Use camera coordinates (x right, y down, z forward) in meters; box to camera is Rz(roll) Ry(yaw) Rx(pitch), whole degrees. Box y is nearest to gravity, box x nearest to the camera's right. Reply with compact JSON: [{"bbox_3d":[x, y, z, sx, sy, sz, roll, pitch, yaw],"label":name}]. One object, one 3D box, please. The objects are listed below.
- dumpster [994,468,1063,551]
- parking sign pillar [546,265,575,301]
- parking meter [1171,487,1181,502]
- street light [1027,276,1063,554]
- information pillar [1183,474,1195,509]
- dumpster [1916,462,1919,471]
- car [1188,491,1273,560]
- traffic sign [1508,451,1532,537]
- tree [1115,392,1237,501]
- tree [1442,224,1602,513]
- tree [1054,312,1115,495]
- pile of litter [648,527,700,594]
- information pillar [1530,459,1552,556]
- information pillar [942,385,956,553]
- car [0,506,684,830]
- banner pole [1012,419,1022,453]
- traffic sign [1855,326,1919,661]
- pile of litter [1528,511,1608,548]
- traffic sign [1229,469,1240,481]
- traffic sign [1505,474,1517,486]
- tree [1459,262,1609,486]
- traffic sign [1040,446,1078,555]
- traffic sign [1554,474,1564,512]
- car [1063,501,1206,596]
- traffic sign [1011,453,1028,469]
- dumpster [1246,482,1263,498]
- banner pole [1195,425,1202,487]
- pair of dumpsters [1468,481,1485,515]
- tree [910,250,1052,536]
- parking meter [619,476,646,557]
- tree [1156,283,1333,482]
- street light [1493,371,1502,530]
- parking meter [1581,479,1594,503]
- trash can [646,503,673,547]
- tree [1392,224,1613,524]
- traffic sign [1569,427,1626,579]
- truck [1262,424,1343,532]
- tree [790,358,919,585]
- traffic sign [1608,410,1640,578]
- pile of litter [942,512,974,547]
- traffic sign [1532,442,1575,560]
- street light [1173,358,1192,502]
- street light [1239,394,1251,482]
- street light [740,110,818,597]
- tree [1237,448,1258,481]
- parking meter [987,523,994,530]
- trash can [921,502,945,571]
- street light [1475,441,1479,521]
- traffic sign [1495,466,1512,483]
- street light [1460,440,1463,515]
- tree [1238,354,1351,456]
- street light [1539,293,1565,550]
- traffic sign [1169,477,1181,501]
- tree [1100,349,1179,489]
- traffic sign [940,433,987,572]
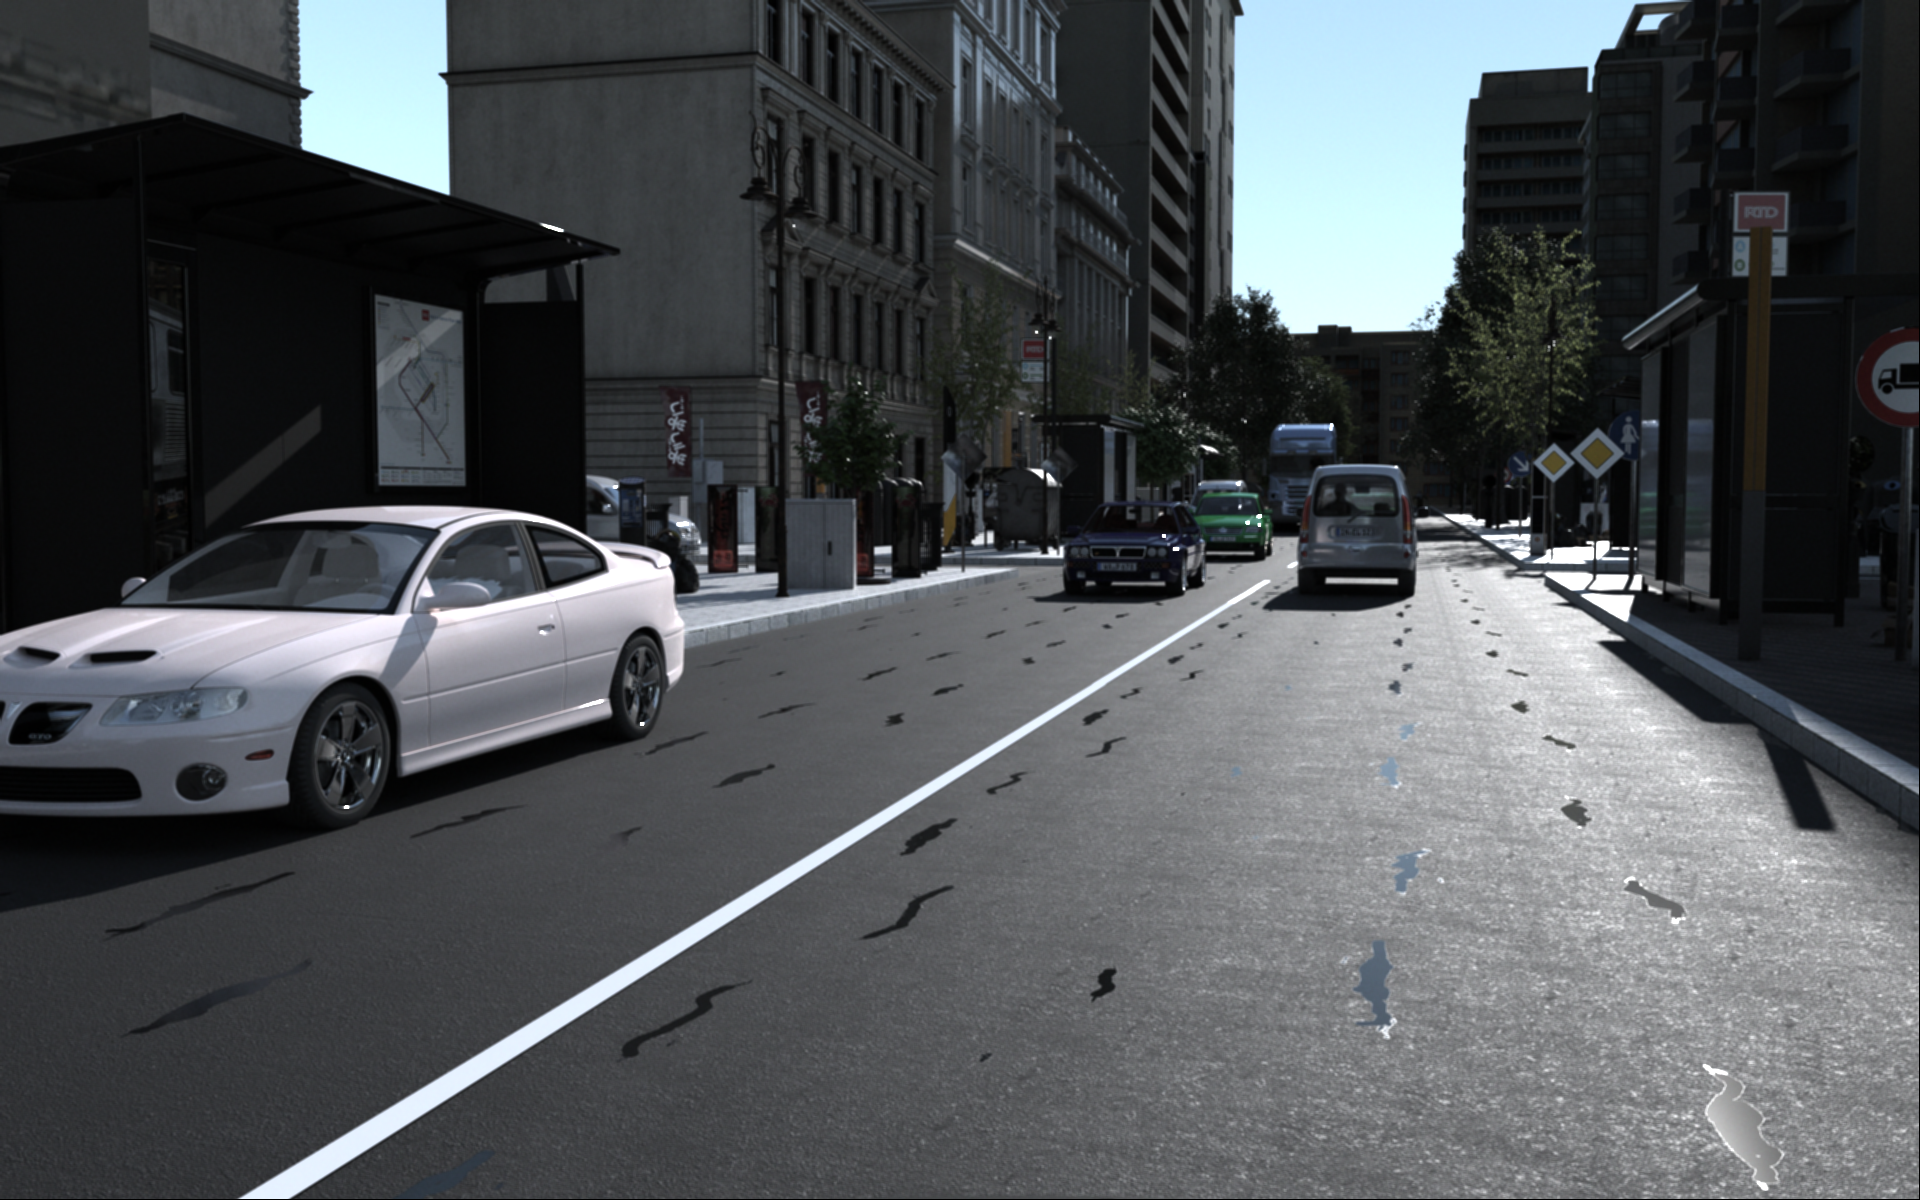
[{"bbox_3d":[1.546,-2.061,39.448,1.264,1.857,1.865,1,4,15],"label":"dumpster"},{"bbox_3d":[-4.306,-1.823,18.274,1.447,3.967,1.447,-1,4,-22],"label":"parking sign pillar"},{"bbox_3d":[7.940,-3.372,63.538,0.372,1.533,0.369,0,3,0],"label":"parking meter"},{"bbox_3d":[1.815,-3.917,36.830,0.468,5.910,1.993,1,4,14],"label":"street light"},{"bbox_3d":[8.242,-3.542,62.396,0.304,2.012,0.304,2,4,34],"label":"information pillar"},{"bbox_3d":[6.210,-0.233,9.561,1.264,1.857,1.865,1,4,14],"label":"dumpster"},{"bbox_3d":[6.112,-1.859,39.190,1.959,1.807,4.718,1,4,13],"label":"car"},{"bbox_3d":[16.669,-3.142,51.481,0.768,2.556,0.104,1,4,23],"label":"traffic sign"},{"bbox_3d":[6.215,-4.429,56.131,4.285,4.588,4.351,0,3,0],"label":"tree"},{"bbox_3d":[15.291,-5.884,46.572,4.360,8.622,3.978,0,3,0],"label":"tree"},{"bbox_3d":[4.456,-7.282,69.427,4.737,8.622,4.395,0,3,0],"label":"tree"},{"bbox_3d":[-4.024,-0.505,22.225,1.176,0.858,1.719,3,4,36],"label":"pile of litter"},{"bbox_3d":[12.107,-1.939,36.201,0.304,2.012,0.304,2,4,28],"label":"information pillar"},{"bbox_3d":[-0.230,-2.824,37.534,0.183,3.616,0.504,2,4,24],"label":"information pillar"},{"bbox_3d":[-3.098,0.201,9.076,2.083,1.381,4.827,1,4,16],"label":"car"},{"bbox_3d":[1.907,-4.155,57.947,0.401,3.779,0.863,-2,4,-24],"label":"banner pole"},{"bbox_3d":[7.245,-0.805,13.263,0.768,2.556,0.104,1,4,18],"label":"traffic sign"},{"bbox_3d":[14.687,-1.732,42.280,1.176,0.858,1.719,-1,4,-19],"label":"pile of litter"},{"bbox_3d":[12.970,-5.054,82.735,0.768,2.556,0.104,1,4,22],"label":"traffic sign"},{"bbox_3d":[31.436,-6.048,98.985,0.768,2.556,0.104,2,4,23],"label":"traffic sign"},{"bbox_3d":[18.075,-6.376,54.615,4.737,8.622,4.395,0,3,0],"label":"tree"},{"bbox_3d":[2.058,-1.989,36.167,0.795,2.450,0.064,1,4,14],"label":"traffic sign"},{"bbox_3d":[19.682,-3.504,57.403,0.768,2.556,0.104,1,4,22],"label":"traffic sign"},{"bbox_3d":[2.648,-0.810,25.822,1.945,1.354,3.894,1,4,14],"label":"car"},{"bbox_3d":[1.377,-2.483,42.726,0.606,2.300,0.079,1,4,15],"label":"traffic sign"},{"bbox_3d":[14.484,-4.965,86.940,1.264,1.857,1.865,1,4,15],"label":"dumpster"},{"bbox_3d":[8.734,-4.494,63.488,0.401,3.779,0.863,1,4,21],"label":"banner pole"},{"bbox_3d":[31.424,-6.208,103.996,1.574,2.255,4.437,1,4,14],"label":"pair of dumpsters"},{"bbox_3d":[0.466,-6.273,52.931,4.737,8.622,4.395,0,3,0],"label":"tree"},{"bbox_3d":[-4.608,-0.977,24.393,0.372,1.533,0.369,0,3,0],"label":"parking meter"},{"bbox_3d":[15.524,-10.854,94.474,9.611,12.733,9.660,0,3,0],"label":"tree"},{"bbox_3d":[19.294,-5.454,61.961,0.468,5.910,1.993,1,4,14],"label":"street light"},{"bbox_3d":[23.970,-3.700,66.212,0.399,1.863,0.255,-1,4,-9],"label":"parking meter"},{"bbox_3d":[-4.706,-0.887,26.151,0.748,1.137,0.748,0,3,0],"label":"trash can"},{"bbox_3d":[23.135,-9.578,73.602,9.611,12.733,9.660,0,3,0],"label":"tree"},{"bbox_3d":[9.534,-1.366,25.970,0.795,2.450,0.064,1,4,14],"label":"traffic sign"},{"bbox_3d":[14.569,-5.055,72.411,2.967,4.110,18.799,1,4,13],"label":"truck"},{"bbox_3d":[-1.548,-1.855,24.926,1.663,3.219,1.824,0,3,0],"label":"tree"},{"bbox_3d":[10.233,-1.604,26.324,0.768,2.556,0.104,1,4,16],"label":"traffic sign"},{"bbox_3d":[-0.190,-1.760,42.747,1.176,0.858,1.719,1,4,12],"label":"pile of litter"},{"bbox_3d":[11.536,-1.838,33.701,0.795,2.450,0.064,1,4,14],"label":"traffic sign"},{"bbox_3d":[7.558,-5.264,58.858,0.468,5.910,1.993,1,4,14],"label":"street light"},{"bbox_3d":[13.184,-6.581,80.384,0.468,5.910,1.993,1,4,14],"label":"street light"},{"bbox_3d":[-2.210,-2.973,21.403,0.468,5.910,1.993,1,4,14],"label":"street light"},{"bbox_3d":[10.668,-5.668,76.390,4.285,4.588,4.351,0,3,0],"label":"tree"},{"bbox_3d":[1.133,-3.256,61.639,0.372,1.533,0.369,0,3,0],"label":"parking meter"},{"bbox_3d":[-0.610,-1.074,29.211,0.748,1.137,0.748,0,3,0],"label":"trash can"},{"bbox_3d":[24.970,-6.770,83.474,0.468,5.910,1.993,1,4,14],"label":"street light"},{"bbox_3d":[24.989,-4.868,79.696,0.768,2.556,0.104,2,4,23],"label":"traffic sign"},{"bbox_3d":[30.508,-8.100,105.229,0.468,5.910,1.993,1,4,14],"label":"street light"},{"bbox_3d":[19.958,-10.582,107.426,8.767,10.594,7.601,1,4,10],"label":"tree"},{"bbox_3d":[13.611,-4.108,39.951,0.468,5.910,1.993,1,4,14],"label":"street light"},{"bbox_3d":[7.855,-3.965,64.826,0.884,2.594,0.081,1,4,22],"label":"traffic sign"},{"bbox_3d":[8.986,-8.341,86.741,4.360,8.622,3.978,0,3,0],"label":"tree"},{"bbox_3d":[0.057,-1.516,28.436,0.795,2.450,0.064,1,4,14],"label":"traffic sign"}]
